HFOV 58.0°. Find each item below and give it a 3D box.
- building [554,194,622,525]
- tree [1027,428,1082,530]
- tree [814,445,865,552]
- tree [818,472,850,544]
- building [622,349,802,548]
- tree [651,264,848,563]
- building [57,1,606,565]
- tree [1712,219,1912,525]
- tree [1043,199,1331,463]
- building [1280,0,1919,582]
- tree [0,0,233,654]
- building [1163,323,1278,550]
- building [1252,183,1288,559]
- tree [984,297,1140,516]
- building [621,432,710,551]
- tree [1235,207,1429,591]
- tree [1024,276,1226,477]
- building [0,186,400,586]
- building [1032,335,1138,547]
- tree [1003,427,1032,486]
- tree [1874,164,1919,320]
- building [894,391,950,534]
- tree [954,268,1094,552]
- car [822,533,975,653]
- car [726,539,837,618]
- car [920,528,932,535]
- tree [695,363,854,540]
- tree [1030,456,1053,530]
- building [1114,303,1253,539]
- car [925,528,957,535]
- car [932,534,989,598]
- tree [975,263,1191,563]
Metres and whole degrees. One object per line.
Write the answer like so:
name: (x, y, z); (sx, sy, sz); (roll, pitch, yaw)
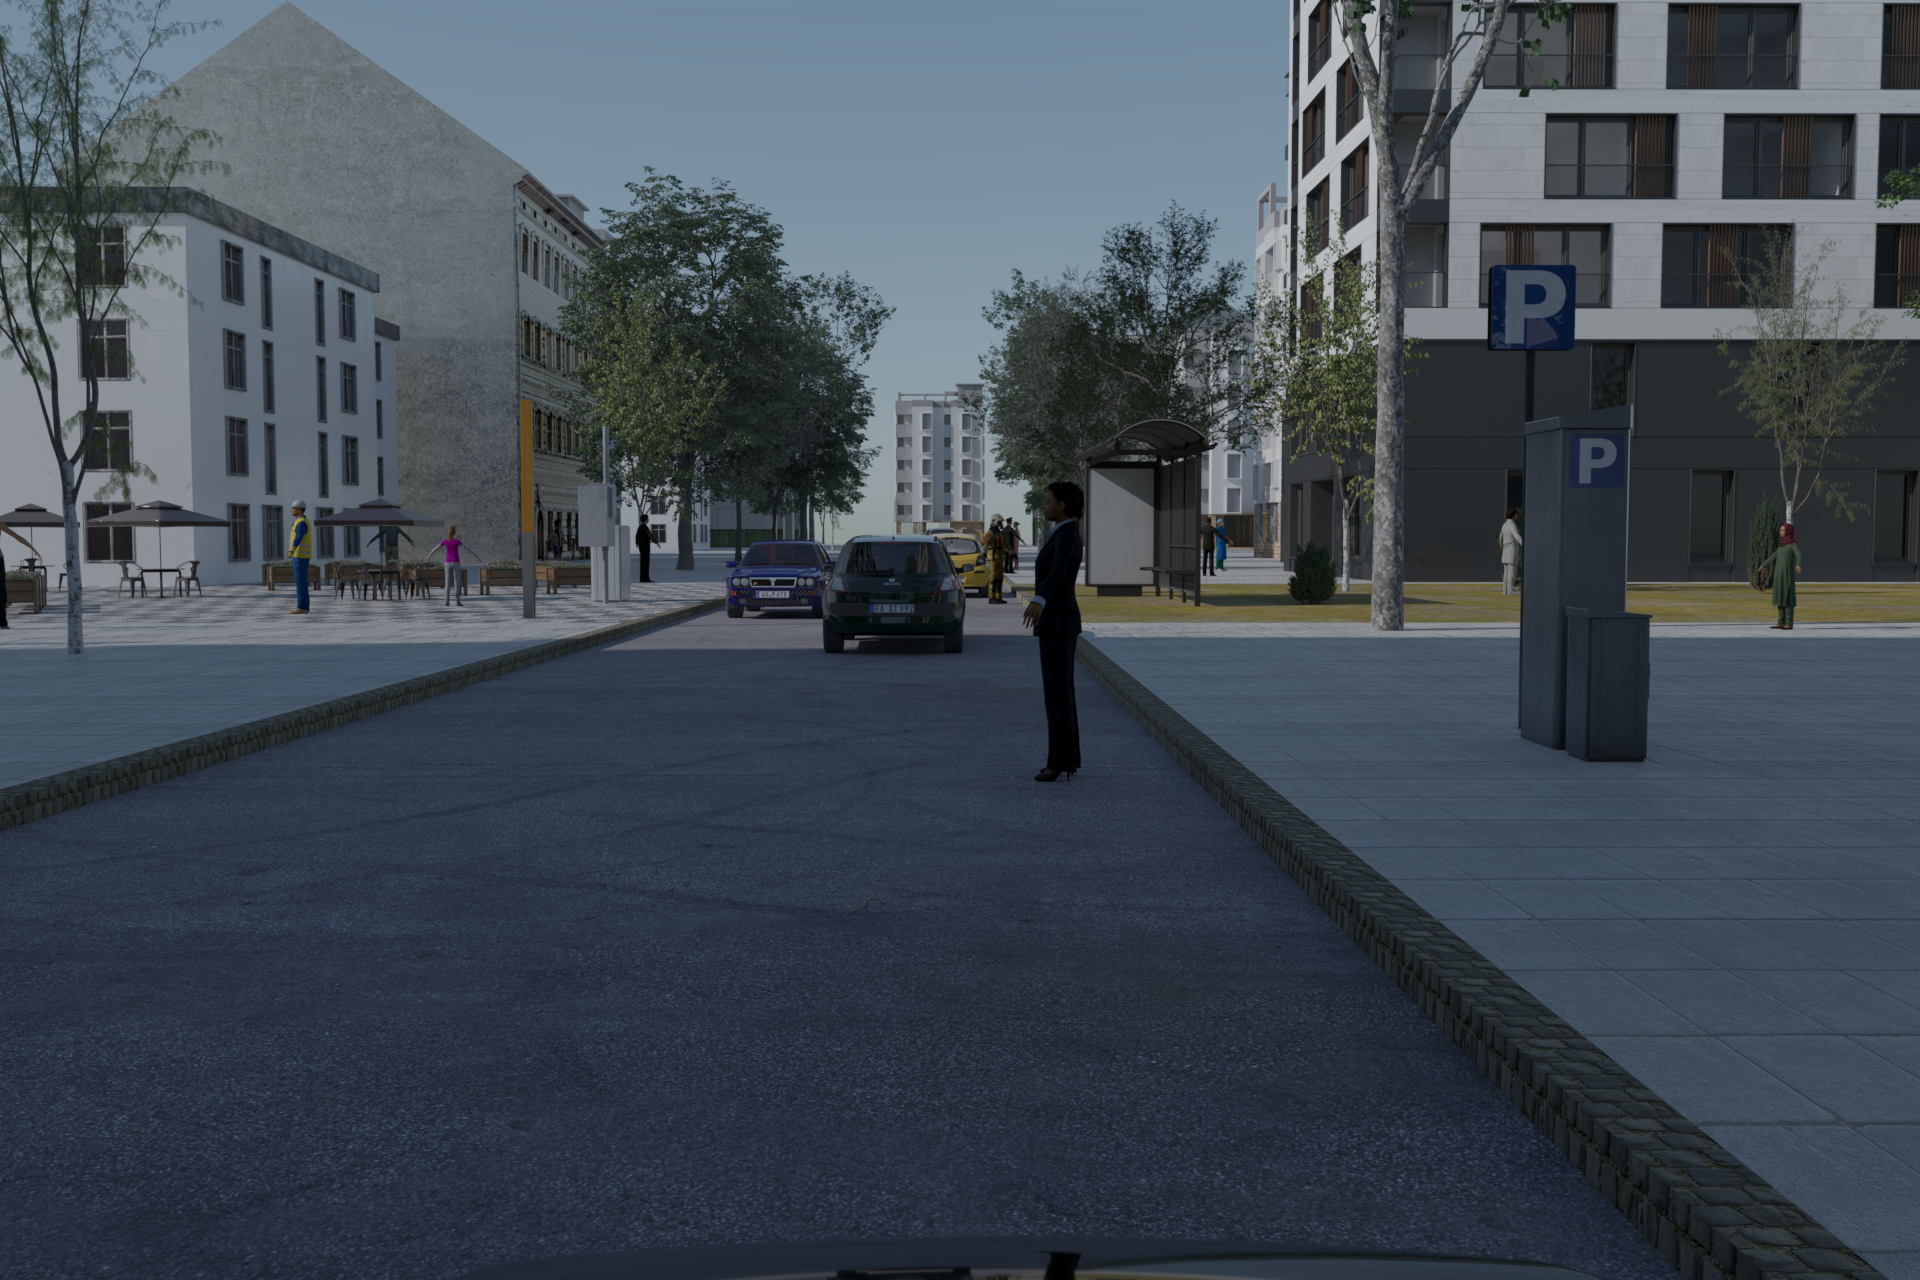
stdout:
building: (-26.594, -14.760, 97.739); (16.016, 20.090, 11.380); (0, 4, 0)
tree: (5.682, -9.380, 103.733); (4.737, 8.622, 4.395); (0, 3, 0)
tree: (-9.550, -10.773, 126.506); (4.360, 8.622, 3.978); (0, 3, 0)
tree: (-17.228, -17.759, 216.110); (9.928, 11.665, 9.643); (0, 3, 0)
building: (-25.735, -19.135, 179.320); (16.747, 18.905, 31.486); (0, 4, 0)
tree: (-9.840, -10.202, 77.175); (12.009, 13.543, 11.850); (0, 3, 0)
building: (-27.860, -15.299, 81.067); (19.493, 23.208, 18.063); (0, 4, -1)
tree: (19.611, -5.533, 40.829); (4.360, 8.622, 3.978); (0, 3, 0)
tree: (6.245, -6.918, 47.517); (8.767, 10.594, 7.601); (1, 4, 12)
building: (25.105, -13.312, 61.622); (27.936, 21.610, 32.646); (0, 4, 0)
tree: (-9.410, -4.172, 18.575); (4.360, 8.622, 3.978); (0, 3, 0)
building: (23.413, -18.326, 156.050); (16.016, 20.090, 11.380); (0, 4, 0)
building: (21.339, -14.568, 94.605); (16.016, 20.090, 11.380); (0, 4, 0)
tree: (5.740, -11.365, 92.466); (9.857, 13.997, 8.962); (0, 3, 0)
building: (-26.032, -12.686, 149.557); (9.099, 9.664, 28.070); (0, 3, 0)
tree: (8.492, -5.390, 38.492); (4.737, 8.622, 4.395); (0, 3, 0)
tree: (5.944, -7.800, 61.943); (7.601, 10.594, 8.767); (-1, 4, -10)
building: (-23.271, -6.965, 56.022); (9.099, 9.664, 28.070); (0, 4, 0)
building: (21.916, -21.396, 193.804); (27.936, 21.610, 32.646); (0, 4, 0)
tree: (11.241, -22.447, 222.892); (12.611, 20.169, 13.585); (0, 3, 0)
tree: (19.546, -6.283, 28.482); (9.928, 11.665, 9.643); (0, 3, 0)
building: (-7.989, -22.149, 221.015); (11.380, 20.090, 16.016); (0, 4, -5)
tree: (5.829, -16.289, 122.222); (12.611, 20.169, 13.585); (0, 3, 0)
car: (-0.808, -0.765, 22.292); (2.009, 1.686, 4.222); (0, 4, 0)
car: (-3.117, -1.115, 30.812); (1.945, 1.354, 3.894); (0, 4, 0)
car: (-1.419, -6.249, 110.839); (2.281, 1.827, 5.304); (0, 4, -1)
tree: (-9.800, -9.532, 90.266); (8.767, 10.594, 7.601); (0, 4, -5)
tree: (5.606, -9.744, 109.677); (4.360, 8.622, 3.978); (0, 3, 0)
building: (23.150, -20.620, 168.067); (19.493, 23.208, 18.063); (0, 4, -1)
car: (-1.037, -5.920, 105.465); (2.281, 1.827, 5.304); (0, 4, 0)
car: (-0.189, -1.844, 40.367); (2.015, 1.641, 3.980); (0, 4, 0)
tree: (5.731, -10.281, 78.458); (12.009, 13.543, 11.850); (0, 3, 0)
